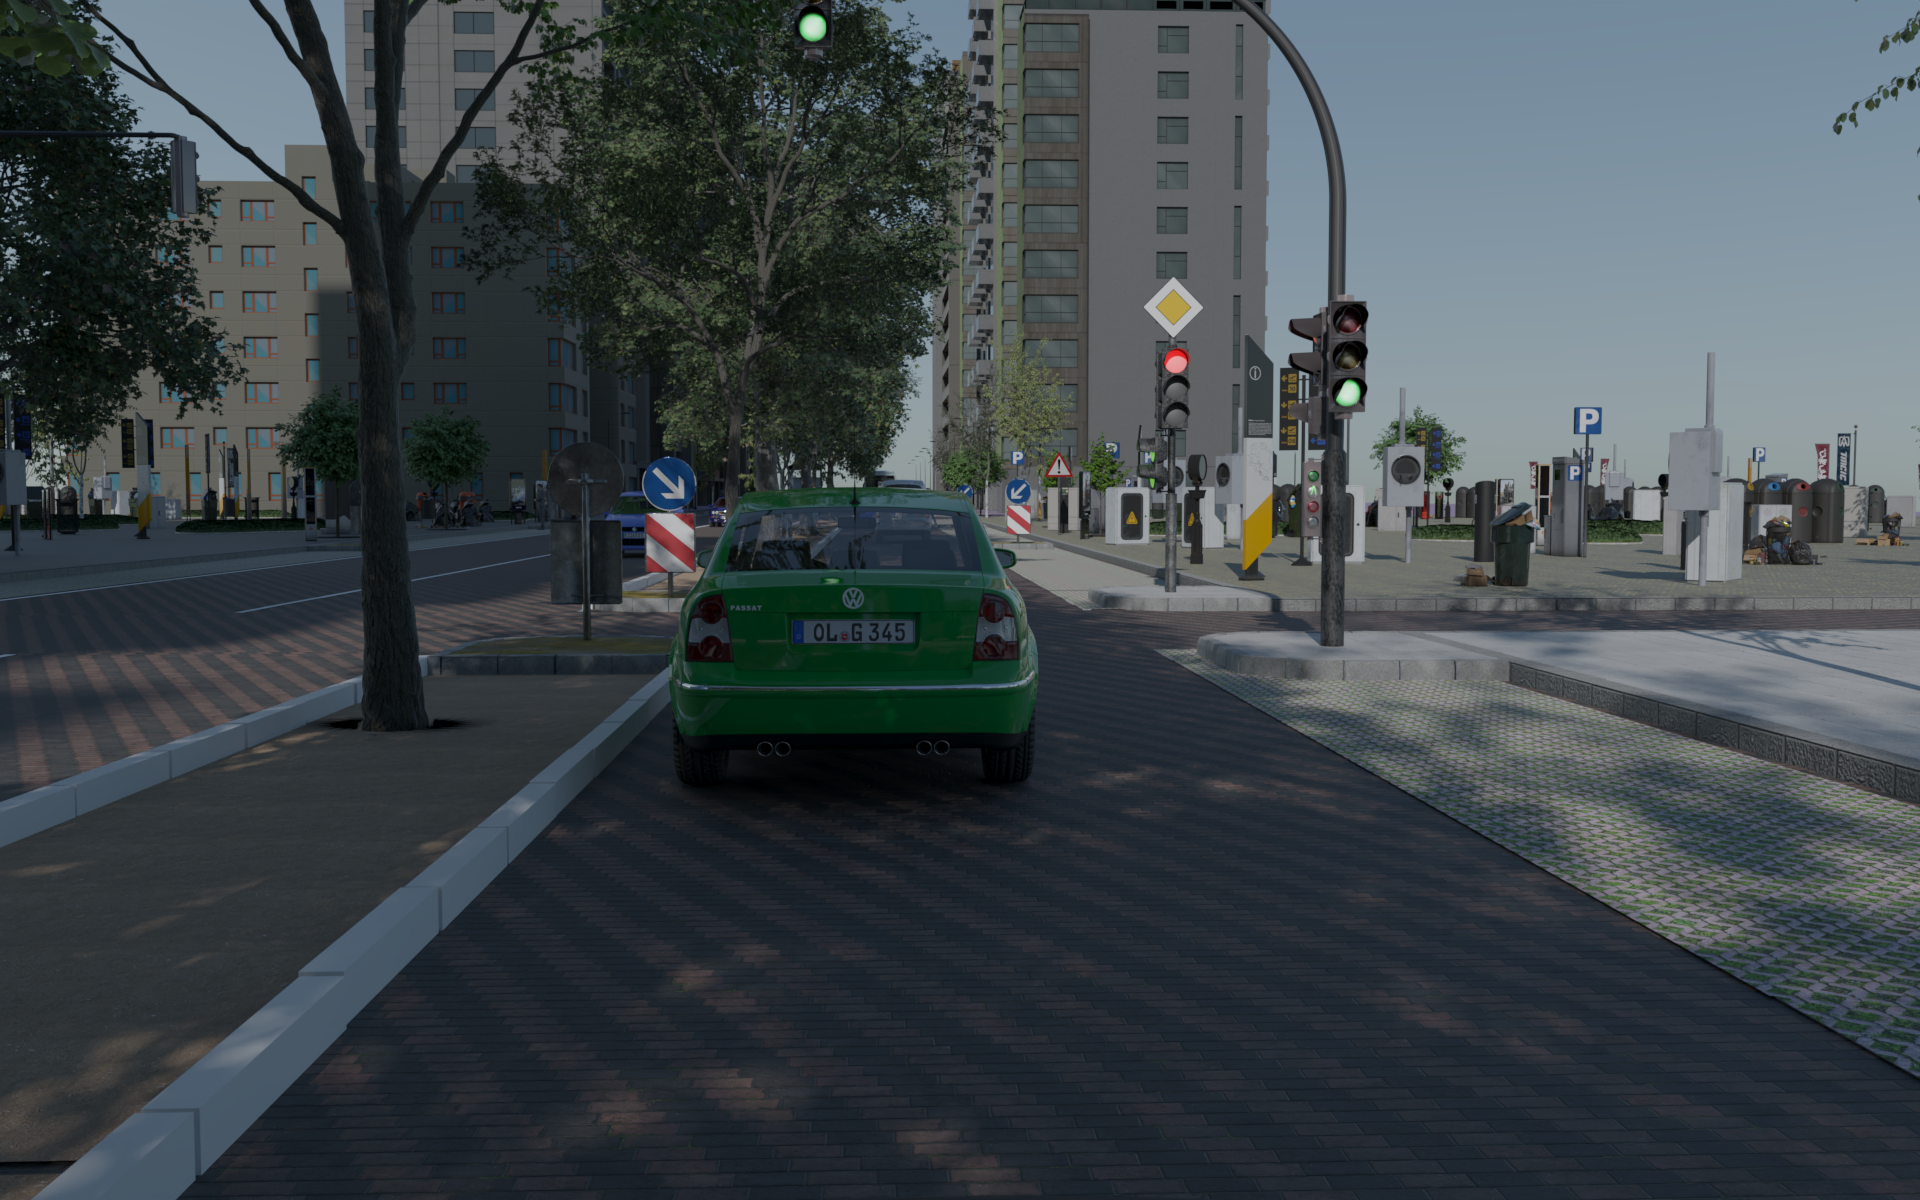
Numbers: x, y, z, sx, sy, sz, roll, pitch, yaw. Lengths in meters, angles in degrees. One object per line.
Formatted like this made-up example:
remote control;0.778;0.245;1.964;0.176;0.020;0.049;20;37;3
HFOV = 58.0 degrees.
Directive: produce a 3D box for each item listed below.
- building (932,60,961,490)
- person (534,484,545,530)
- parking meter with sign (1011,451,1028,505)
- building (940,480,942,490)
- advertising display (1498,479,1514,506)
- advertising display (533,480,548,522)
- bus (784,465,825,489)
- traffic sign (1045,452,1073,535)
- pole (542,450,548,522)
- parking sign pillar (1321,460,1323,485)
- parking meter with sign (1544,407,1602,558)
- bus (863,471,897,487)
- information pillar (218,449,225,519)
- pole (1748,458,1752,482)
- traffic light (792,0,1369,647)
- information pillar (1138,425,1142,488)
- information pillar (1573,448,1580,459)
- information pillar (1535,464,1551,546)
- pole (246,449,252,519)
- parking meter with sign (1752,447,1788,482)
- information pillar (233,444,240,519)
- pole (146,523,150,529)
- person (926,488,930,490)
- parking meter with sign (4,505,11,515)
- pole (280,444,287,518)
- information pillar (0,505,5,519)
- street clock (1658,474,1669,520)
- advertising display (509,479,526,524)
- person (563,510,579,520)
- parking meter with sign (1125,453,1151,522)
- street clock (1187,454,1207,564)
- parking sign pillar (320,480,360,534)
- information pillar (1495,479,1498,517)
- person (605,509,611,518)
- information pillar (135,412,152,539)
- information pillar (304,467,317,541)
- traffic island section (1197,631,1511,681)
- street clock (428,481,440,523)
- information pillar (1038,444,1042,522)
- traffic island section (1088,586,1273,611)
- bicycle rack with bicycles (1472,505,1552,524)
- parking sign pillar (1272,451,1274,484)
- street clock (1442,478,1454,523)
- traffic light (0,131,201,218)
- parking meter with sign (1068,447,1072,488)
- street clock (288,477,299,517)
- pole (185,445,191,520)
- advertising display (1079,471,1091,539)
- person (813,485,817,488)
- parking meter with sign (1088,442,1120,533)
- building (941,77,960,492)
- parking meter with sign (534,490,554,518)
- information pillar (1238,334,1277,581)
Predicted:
building;6.604;-42.861;242.770;21.231;58.520;28.212;0;4;-3
person;-16.717;-3.703;68.852;0.447;1.846;0.655;-1;4;-9
parking meter with sign;2.426;-4.479;69.487;0.543;3.016;1.738;0;4;-6
building;13.773;-32.153;217.588;32.217;40.220;23.993;0;4;-3
advertising display;23.078;-4.160;73.229;0.974;1.923;0.123;-3;4;-37
advertising display;-19.031;-4.490;78.619;0.123;1.923;0.974;1;4;20
bus;-11.625;-8.495;130.447;2.896;3.916;12.252;0;4;-4
traffic sign;3.070;-3.285;53.719;0.884;2.594;0.081;0;4;0
pole;-19.346;-5.316;80.755;0.158;3.312;0.155;0;3;0
parking sign pillar;20.387;-6.546;95.496;1.447;3.967;1.447;-2;4;-24
parking meter with sign;12.512;-2.405;35.578;0.543;3.016;1.738;0;4;-4
bus;-6.528;-8.982;141.720;2.948;3.499;13.247;0;4;-3
information pillar;-38.316;-6.026;89.878;0.183;3.616;0.504;-3;5;-44
pole;44.741;-6.381;98.166;0.158;3.312;0.155;0;3;0
traffic light;1.033;-2.424;14.307;4.771;5.953;1.251;0;4;-3
information pillar;6.045;-4.091;58.247;0.183;3.616;0.504;1;4;11
information pillar;31.349;-5.923;88.195;0.504;3.616;0.183;-2;4;-34
information pillar;14.334;-2.332;42.622;0.304;2.012;0.304;0;4;3
pole;-32.087;-5.155;78.125;0.158;3.312;0.155;0;3;0
parking meter with sign;30.065;-4.132;63.812;0.543;3.016;1.738;-1;4;-22
information pillar;-34.170;-5.531;81.781;0.183;3.616;0.504;0;4;-5
pole;-30.085;-4.288;63.959;0.158;3.312;0.155;0;3;0
person;-1.378;-4.199;77.988;0.563;1.720;0.643;-3;5;-44
parking meter with sign;-51.585;-5.963;93.748;0.543;3.016;1.738;0;4;-1
pole;-27.621;-4.702;70.725;0.158;3.312;0.155;0;3;0
information pillar;-38.396;-4.770;69.348;0.183;3.616;0.504;-3;5;-44
street clock;25.043;-3.487;61.579;0.358;2.002;0.471;-1;4;-15
advertising display;-18.745;-4.171;73.414;0.123;1.923;0.974;2;4;24
person;-9.698;-2.123;43.401;0.537;1.800;0.526;-2;4;-27
parking meter with sign;6.720;-4.326;66.993;1.738;3.016;0.543;-3;4;-38
street clock;4.338;-1.658;31.684;0.358;2.002;0.471;2;4;26
parking sign pillar;-19.869;-4.116;55.771;1.447;3.967;1.447;2;4;32
information pillar;26.046;-4.849;83.767;0.304;2.012;0.304;0;4;-1
person;-16.485;-4.461;81.613;0.709;1.800;0.728;2;4;33
information pillar;-23.269;-3.548;49.364;0.504;3.616;0.183;2;4;26
information pillar;-17.707;-2.613;47.212;0.304;2.012;0.304;-1;4;-21
traffic island section;3.159;0.466;14.664;2.009;0.180;2.903;0;4;-3
street clock;-23.046;-4.365;75.936;0.471;2.002;0.358;0;4;5
information pillar;3.715;-5.485;81.031;0.183;3.616;0.504;0;4;-4
traffic island section;2.776;-0.022;22.640;2.009;0.180;2.903;0;4;-3
bicycle rack with bicycles;17.824;-2.558;55.205;2.925;0.926;2.852;1;4;18
parking sign pillar;13.583;-5.479;78.046;1.447;3.967;1.447;-2;4;-29
street clock;21.905;-4.476;77.745;0.358;2.002;0.471;-3;4;-37
traffic light;-12.071;-2.885;21.834;4.771;5.953;1.251;0;4;-3
parking meter with sign;4.858;-4.106;63.390;1.738;3.016;0.543;1;4;9
street clock;-27.882;-4.153;72.473;0.471;2.002;0.358;3;4;39
pole;-31.991;-4.765;71.749;0.158;3.312;0.155;0;3;0
advertising display;3.554;-2.696;49.292;0.123;1.923;0.974;1;4;18
person;-6.557;-4.266;78.259;0.555;1.821;0.388;-1;4;-22
parking meter with sign;4.705;-3.754;57.632;0.543;3.016;1.738;2;4;29
building;8.971;-34.892;194.183;21.300;48.544;21.600;0;4;-3
parking meter with sign;-21.950;-5.902;92.751;1.738;3.016;0.543;1;4;12
information pillar;4.398;-2.096;25.622;0.504;3.616;0.183;-2;4;-27
